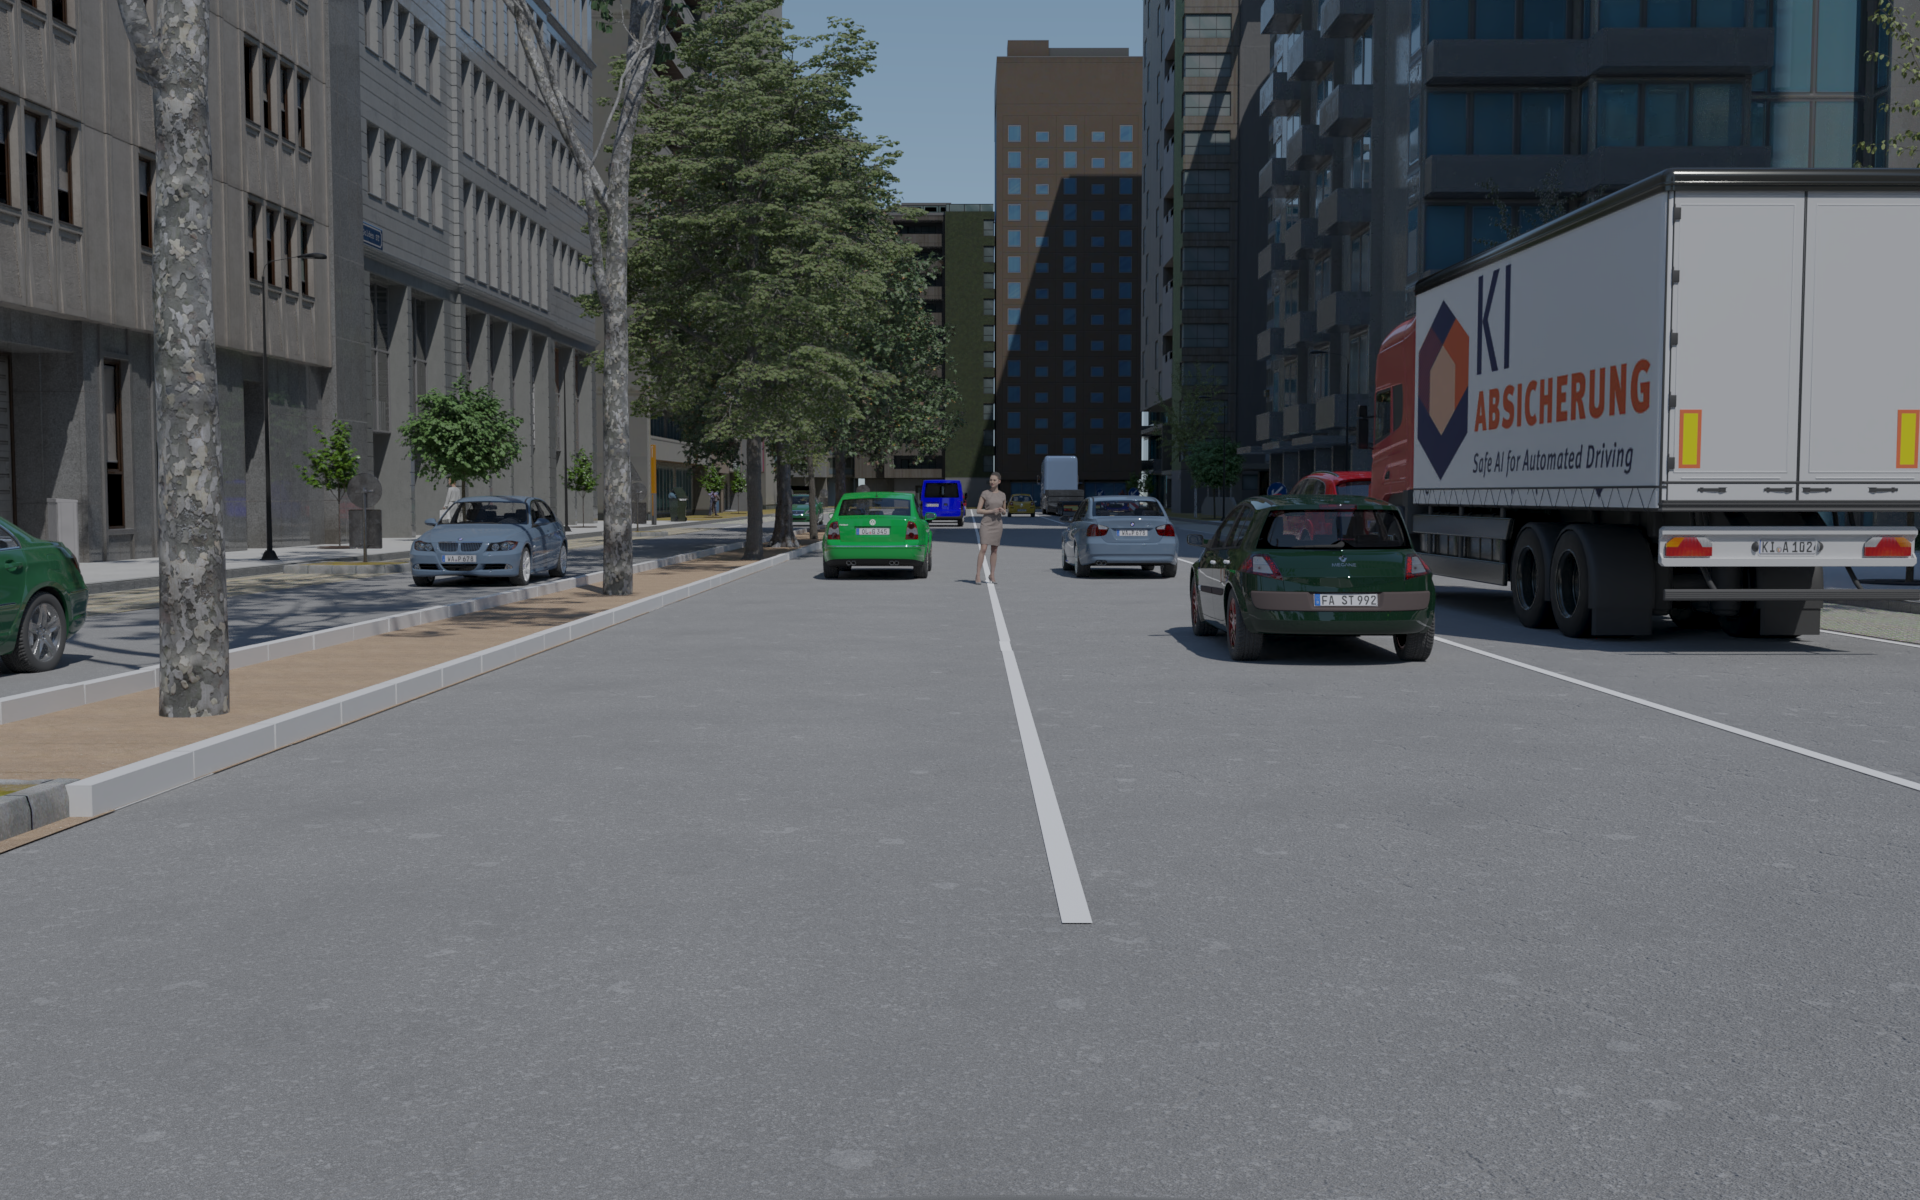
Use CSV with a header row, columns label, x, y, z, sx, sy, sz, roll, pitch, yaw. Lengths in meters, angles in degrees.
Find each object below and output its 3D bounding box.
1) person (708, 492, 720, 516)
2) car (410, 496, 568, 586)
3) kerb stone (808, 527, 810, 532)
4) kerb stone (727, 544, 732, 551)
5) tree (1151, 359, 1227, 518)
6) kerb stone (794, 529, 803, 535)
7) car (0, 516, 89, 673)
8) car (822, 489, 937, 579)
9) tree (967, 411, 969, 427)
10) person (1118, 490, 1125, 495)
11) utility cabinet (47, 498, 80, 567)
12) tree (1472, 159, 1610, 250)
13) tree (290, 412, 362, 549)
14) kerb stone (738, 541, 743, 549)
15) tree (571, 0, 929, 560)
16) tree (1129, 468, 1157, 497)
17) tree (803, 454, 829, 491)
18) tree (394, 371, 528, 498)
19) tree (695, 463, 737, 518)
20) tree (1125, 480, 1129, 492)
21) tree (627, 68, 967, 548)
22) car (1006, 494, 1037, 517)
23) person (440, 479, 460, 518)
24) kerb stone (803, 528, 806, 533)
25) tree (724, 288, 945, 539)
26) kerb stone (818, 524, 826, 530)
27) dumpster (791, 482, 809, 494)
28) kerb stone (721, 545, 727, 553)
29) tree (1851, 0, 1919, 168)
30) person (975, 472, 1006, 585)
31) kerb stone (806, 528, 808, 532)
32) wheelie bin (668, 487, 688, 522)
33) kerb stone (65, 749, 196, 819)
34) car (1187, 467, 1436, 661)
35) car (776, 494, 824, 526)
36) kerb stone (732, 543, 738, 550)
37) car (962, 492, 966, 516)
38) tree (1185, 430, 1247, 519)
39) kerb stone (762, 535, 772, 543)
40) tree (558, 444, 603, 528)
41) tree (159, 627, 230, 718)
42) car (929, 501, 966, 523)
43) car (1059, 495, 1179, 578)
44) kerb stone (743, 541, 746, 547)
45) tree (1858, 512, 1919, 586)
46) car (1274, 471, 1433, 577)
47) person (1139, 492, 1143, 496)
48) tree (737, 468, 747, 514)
label,x,y,z,sx,sy,sz,roll,pitch,yaw
person,-14.426,-5.850,101.553,0.709,1.838,0.599,-2,4,-32
car,-7.659,-1.011,28.538,2.014,1.417,4.499,0,4,-1
kerb stone,-5.748,-2.587,64.485,0.120,0.150,1.000,0,4,0
kerb stone,-5.840,-1.270,42.973,0.120,0.150,1.000,0,4,0
tree,12.570,-8.774,93.816,4.737,8.622,4.395,0,3,0
kerb stone,-5.759,-2.399,61.418,0.120,0.150,1.000,0,4,0
car,-8.303,-0.050,12.612,2.131,1.459,4.920,0,4,2
car,-1.412,-1.344,30.770,1.959,1.807,4.718,0,4,1
tree,-4.478,-8.872,64.527,9.611,12.733,9.660,0,3,0
person,13.145,-8.155,140.839,0.593,1.643,0.415,-3,5,-39
utility cabinet,-13.293,-0.889,25.698,0.306,1.237,1.020,-2,4,-34
tree,12.672,-5.424,39.045,4.360,8.622,3.978,0,3,0
tree,-14.604,-2.826,40.811,1.663,3.219,1.824,0,3,0
kerb stone,-5.837,-1.393,45.022,0.120,0.150,1.000,0,4,0
tree,-4.564,-7.155,37.561,7.486,12.596,7.792,0,3,0
tree,13.326,-7.807,122.239,1.663,3.219,1.824,0,3,0
tree,-12.697,-11.915,145.175,4.737,8.622,4.395,0,3,0
tree,-13.406,-3.849,46.652,4.285,4.588,4.351,0,3,0
tree,-13.368,-6.083,94.058,1.663,3.219,1.824,0,3,0
tree,13.651,-8.574,134.791,1.663,3.219,1.824,0,3,0
tree,-4.728,-7.751,46.190,9.611,12.733,9.660,0,3,0
car,3.831,-6.020,108.653,2.015,1.641,3.980,0,4,0
person,-15.124,-2.768,51.649,0.624,1.780,0.694,3,4,39
kerb stone,-5.763,-2.456,62.440,0.120,0.150,1.000,0,4,0
tree,-4.609,-7.222,54.945,8.767,10.594,7.601,0,4,0
kerb stone,-5.731,-3.026,71.673,0.120,0.150,1.000,0,4,0
dumpster,-10.920,-6.830,116.616,1.985,2.255,1.502,0,4,2
kerb stone,-5.845,-1.208,41.948,0.120,0.150,1.000,0,4,0
tree,12.341,-4.216,19.300,4.737,8.622,4.395,0,3,0
person,0.499,-1.144,27.544,0.599,1.781,0.374,-1,4,-22
kerb stone,-5.759,-2.523,63.462,0.120,0.150,1.000,0,4,0
wheelie bin,-13.091,-4.422,80.200,0.693,1.594,0.980,2,4,33
kerb stone,-3.881,0.860,8.129,0.120,0.150,1.000,0,4,0
car,3.199,-0.397,16.273,2.009,1.686,4.222,0,4,1
car,-7.161,-4.047,77.960,2.131,1.459,4.920,0,4,0
kerb stone,-5.838,-1.333,43.996,0.120,0.150,1.000,0,4,0
car,-0.602,-6.502,114.985,2.281,1.827,5.304,0,4,0
tree,13.126,-6.423,88.727,4.285,4.588,4.351,0,3,0
kerb stone,-5.798,-1.836,52.211,0.120,0.150,1.000,0,4,0
tree,-14.318,-4.380,66.213,1.663,3.219,1.824,0,3,0
tree,-6.168,-9.365,11.469,12.611,20.169,13.585,0,3,0
car,-0.760,-4.769,87.009,2.155,1.783,4.494,0,4,-2
car,2.823,-1.164,31.038,2.014,1.417,4.499,0,4,-1
kerb stone,-5.829,-1.459,46.044,0.120,0.150,1.000,0,4,0
tree,13.620,-2.513,24.803,4.285,4.588,4.351,0,3,0
car,6.556,-1.272,29.470,2.281,1.827,5.304,0,4,-1
person,13.326,-7.493,129.233,1.217,1.739,0.721,-2,4,-31
tree,-14.276,-7.133,111.230,1.663,3.219,1.824,0,3,0
